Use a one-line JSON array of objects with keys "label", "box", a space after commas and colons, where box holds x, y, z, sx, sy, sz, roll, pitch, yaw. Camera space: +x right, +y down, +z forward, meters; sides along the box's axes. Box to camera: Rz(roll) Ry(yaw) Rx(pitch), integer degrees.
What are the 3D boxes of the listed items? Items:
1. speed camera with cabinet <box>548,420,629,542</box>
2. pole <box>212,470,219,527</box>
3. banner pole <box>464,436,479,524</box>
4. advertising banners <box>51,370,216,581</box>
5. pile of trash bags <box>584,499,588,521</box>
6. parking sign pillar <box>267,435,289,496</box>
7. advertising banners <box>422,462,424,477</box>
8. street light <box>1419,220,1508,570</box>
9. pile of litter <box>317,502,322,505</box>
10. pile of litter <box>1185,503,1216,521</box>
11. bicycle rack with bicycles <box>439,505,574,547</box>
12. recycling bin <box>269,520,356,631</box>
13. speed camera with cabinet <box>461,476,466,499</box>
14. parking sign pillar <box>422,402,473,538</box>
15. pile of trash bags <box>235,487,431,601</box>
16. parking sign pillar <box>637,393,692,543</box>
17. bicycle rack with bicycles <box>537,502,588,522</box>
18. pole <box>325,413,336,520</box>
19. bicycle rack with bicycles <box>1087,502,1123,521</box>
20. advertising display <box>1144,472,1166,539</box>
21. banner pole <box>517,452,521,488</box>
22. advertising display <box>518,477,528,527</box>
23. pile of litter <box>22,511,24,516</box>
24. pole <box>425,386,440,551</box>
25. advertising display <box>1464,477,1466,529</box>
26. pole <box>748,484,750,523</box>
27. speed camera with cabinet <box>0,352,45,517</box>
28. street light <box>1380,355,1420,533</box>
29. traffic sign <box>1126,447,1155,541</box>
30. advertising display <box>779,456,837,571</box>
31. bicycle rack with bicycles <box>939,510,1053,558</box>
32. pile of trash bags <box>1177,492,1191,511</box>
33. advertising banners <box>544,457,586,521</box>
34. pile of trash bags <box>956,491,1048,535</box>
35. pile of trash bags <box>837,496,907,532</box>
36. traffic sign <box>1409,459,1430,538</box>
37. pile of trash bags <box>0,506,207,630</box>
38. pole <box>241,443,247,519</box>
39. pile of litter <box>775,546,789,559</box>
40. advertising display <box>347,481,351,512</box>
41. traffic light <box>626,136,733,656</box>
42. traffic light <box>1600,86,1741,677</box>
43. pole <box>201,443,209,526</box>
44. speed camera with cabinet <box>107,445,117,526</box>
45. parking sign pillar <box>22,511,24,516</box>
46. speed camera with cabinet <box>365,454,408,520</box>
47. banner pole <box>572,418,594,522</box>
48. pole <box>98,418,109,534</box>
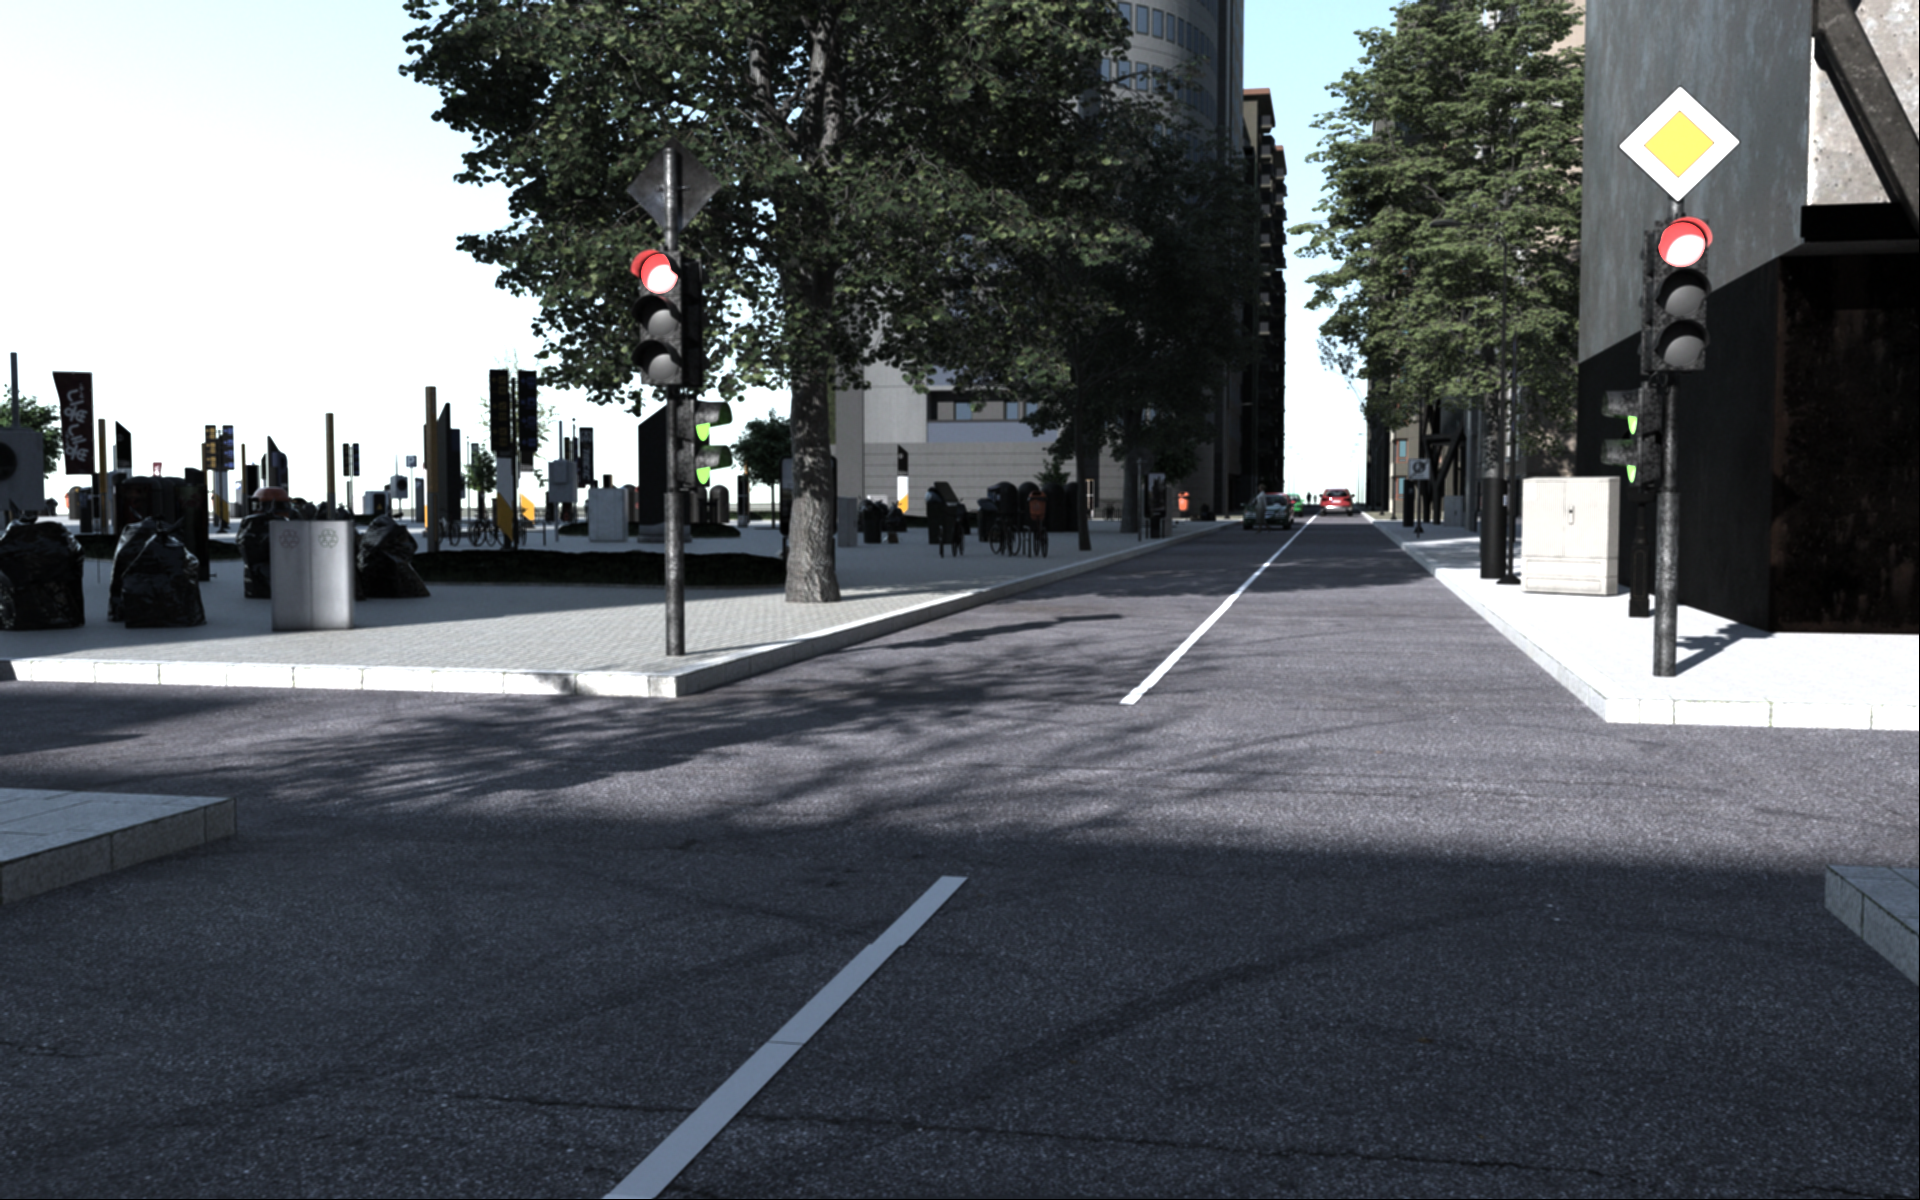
[{"label": "speed camera with cabinet", "box": [-10.021, -3.203, 46.705, 2.038, 3.252, 0.660, 0, 3, 0]}, {"label": "pole", "box": [-29.217, -4.532, 67.947, 0.158, 3.312, 0.155, 0, 3, 0]}, {"label": "banner pole", "box": [-20.934, -5.160, 74.386, 0.863, 3.779, 0.401, 2, 4, 27]}, {"label": "advertising banners", "box": [-11.915, -1.764, 25.033, 2.074, 3.025, 0.090, -2, 4, -27]}, {"label": "pile of trash bags", "box": [-17.312, -4.557, 84.259, 1.912, 1.369, 3.447, -1, 4, -10]}, {"label": "parking sign pillar", "box": [-31.562, -5.610, 80.194, 1.447, 3.967, 1.447, 0, 4, 2]}, {"label": "advertising banners", "box": [-29.283, -6.063, 95.310, 0.090, 3.025, 2.074, -2, 4, -32]}, {"label": "street light", "box": [8.651, -3.478, 29.413, 1.470, 5.913, 1.316, 1, 4, 12]}, {"label": "pile of litter", "box": [-34.880, -4.907, 94.194, 1.719, 0.858, 1.176, 2, 4, 33]}, {"label": "pile of litter", "box": [11.454, -4.185, 82.386, 1.719, 0.858, 1.176, -1, 4, -14]}, {"label": "bicycle rack with bicycles", "box": [-11.590, -1.818, 43.110, 2.852, 0.926, 2.925, -2, 4, -34]}, {"label": "recycling bin", "box": [-6.186, -0.246, 16.576, 0.722, 1.027, 0.722, -1, 4, -17]}, {"label": "speed camera with cabinet", "box": [-24.600, -5.429, 83.104, 0.660, 3.252, 2.038, 1, 4, 23]}, {"label": "parking sign pillar", "box": [-15.309, -3.861, 51.600, 1.447, 3.967, 1.447, -3, 4, -36]}, {"label": "pile of trash bags", "box": [-8.247, -0.752, 22.042, 1.912, 1.369, 3.447, -3, 5, -43]}, {"label": "parking sign pillar", "box": [-7.849, -3.514, 45.934, 1.447, 3.967, 1.447, 1, 4, 12]}, {"label": "bicycle rack with bicycles", "box": [-17.259, -3.736, 74.460, 2.852, 0.926, 2.925, -3, 4, -37]}, {"label": "pole", "box": [-15.773, -3.032, 43.417, 0.158, 3.312, 0.155, 0, 3, 0]}, {"label": "bicycle rack with bicycles", "box": [6.824, -4.242, 82.745, 2.852, 0.926, 2.925, 0, 4, 3]}, {"label": "advertising display", "box": [5.648, -2.744, 50.084, 0.123, 1.923, 0.974, 3, 5, 40]}, {"label": "banner pole", "box": [-23.027, -6.199, 91.365, 0.401, 3.779, 0.863, 3, 5, 41]}, {"label": "advertising display", "box": [-16.634, -3.742, 66.395, 0.123, 1.923, 0.974, -3, 5, -41]}, {"label": "pile of litter", "box": [-40.123, -3.635, 73.397, 1.719, 0.858, 1.176, -3, 5, -42]}, {"label": "pole", "box": [-9.988, -2.381, 32.778, 0.158, 3.312, 0.155, 0, 3, 0]}, {"label": "advertising display", "box": [19.024, -3.591, 63.919, 0.123, 1.923, 0.974, -2, 4, -35]}, {"label": "pole", "box": [-9.286, -4.994, 75.502, 0.158, 3.312, 0.155, 0, 3, 0]}, {"label": "speed camera with cabinet", "box": [-13.866, -1.817, 24.051, 2.038, 3.252, 0.660, 0, 4, 3]}, {"label": "street light", "box": [14.716, -5.195, 57.480, 1.470, 5.913, 1.316, 1, 4, 12]}, {"label": "traffic sign", "box": [4.881, -2.867, 46.974, 0.768, 2.556, 0.104, 1, 4, 16]}, {"label": "advertising display", "box": [-2.548, -1.462, 29.113, 0.974, 1.923, 0.123, 1, 4, 11]}, {"label": "bicycle rack with bicycles", "box": [0.628, -1.378, 35.916, 2.852, 0.926, 2.925, 0, 4, 0]}, {"label": "pile of trash bags", "box": [9.849, -4.612, 85.156, 3.447, 1.369, 1.912, 3, 5, 41]}, {"label": "advertising banners", "box": [-18.559, -5.226, 81.635, 2.074, 3.025, 0.090, -1, 4, -10]}, {"label": "pile of trash bags", "box": [1.091, -2.765, 54.963, 3.447, 1.369, 1.912, 1, 4, 14]}, {"label": "pile of trash bags", "box": [-3.616, -2.998, 58.768, 3.447, 1.369, 1.912, -1, 4, -23]}, {"label": "traffic sign", "box": [13.300, -2.941, 50.212, 0.606, 2.300, 0.079, 1, 4, 18]}, {"label": "pile of trash bags", "box": [-9.218, -0.443, 16.998, 3.447, 1.369, 1.912, -1, 4, -16]}, {"label": "pole", "box": [-28.782, -4.635, 69.620, 0.158, 3.312, 0.155, 0, 3, 0]}, {"label": "pile of litter", "box": [-3.135, -1.247, 34.349, 1.176, 0.858, 1.719, 1, 4, 20]}, {"label": "advertising display", "box": [-29.540, -4.806, 83.786, 0.123, 1.923, 0.974, -1, 4, -13]}, {"label": "traffic light", "box": [-2.246, -1.512, 13.650, 0.839, 4.253, 0.868, 1, 4, 12]}, {"label": "traffic light", "box": [4.950, -1.418, 12.104, 0.839, 4.253, 0.868, 1, 4, 12]}, {"label": "pole", "box": [-29.987, -4.584, 68.787, 0.158, 3.312, 0.155, 0, 3, 0]}, {"label": "speed camera with cabinet", "box": [-33.212, -4.610, 69.706, 2.038, 3.252, 0.660, -1, 4, -10]}, {"label": "parking sign pillar", "box": [-44.058, -5.646, 80.781, 1.447, 3.967, 1.447, 3, 4, 38]}, {"label": "speed camera with cabinet", "box": [-27.825, -5.486, 84.027, 0.660, 3.252, 2.038, 3, 5, 40]}, {"label": "banner pole", "box": [-12.419, -4.088, 56.862, 0.863, 3.779, 0.401, -1, 4, -17]}, {"label": "pole", "box": [-23.128, -3.237, 46.770, 0.158, 3.312, 0.155, 0, 3, 0]}]
